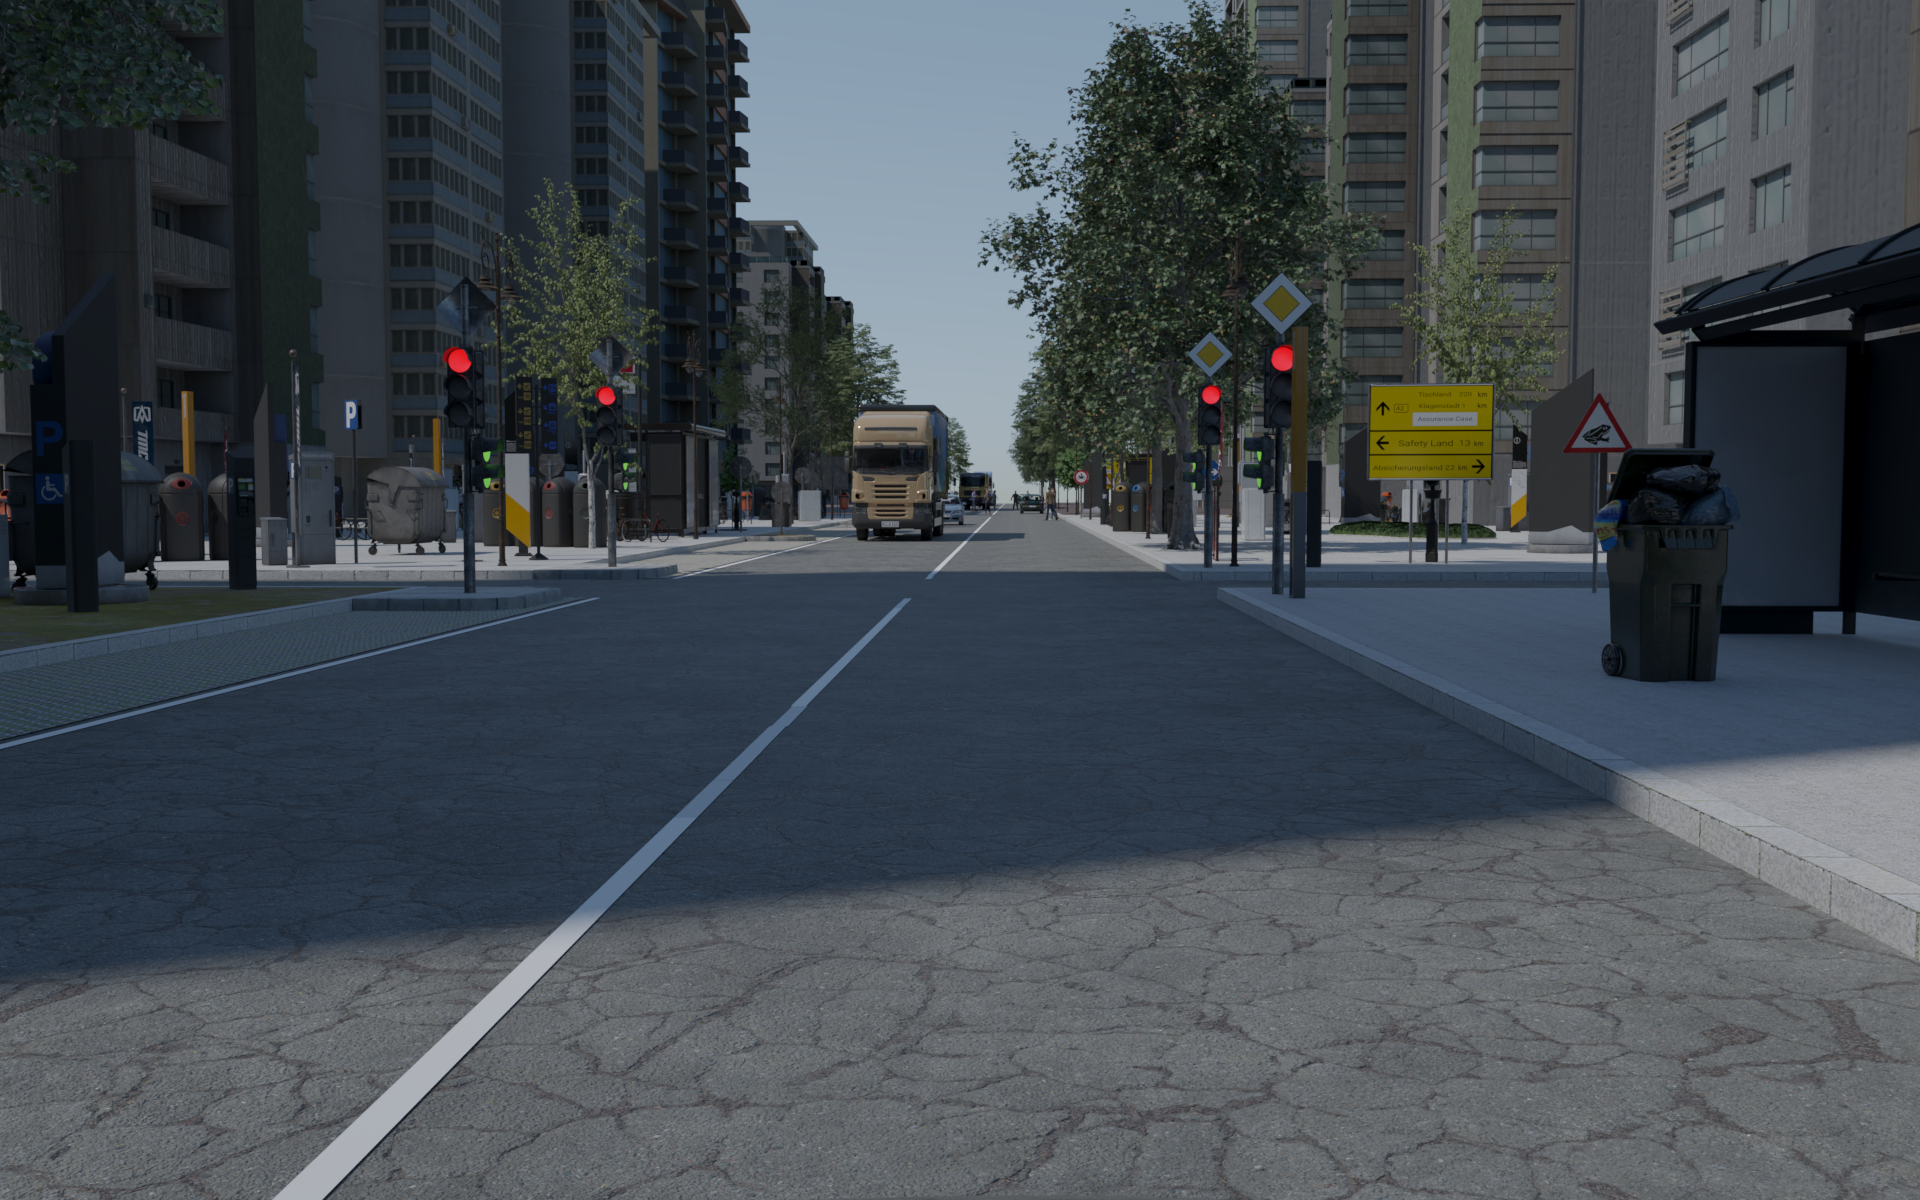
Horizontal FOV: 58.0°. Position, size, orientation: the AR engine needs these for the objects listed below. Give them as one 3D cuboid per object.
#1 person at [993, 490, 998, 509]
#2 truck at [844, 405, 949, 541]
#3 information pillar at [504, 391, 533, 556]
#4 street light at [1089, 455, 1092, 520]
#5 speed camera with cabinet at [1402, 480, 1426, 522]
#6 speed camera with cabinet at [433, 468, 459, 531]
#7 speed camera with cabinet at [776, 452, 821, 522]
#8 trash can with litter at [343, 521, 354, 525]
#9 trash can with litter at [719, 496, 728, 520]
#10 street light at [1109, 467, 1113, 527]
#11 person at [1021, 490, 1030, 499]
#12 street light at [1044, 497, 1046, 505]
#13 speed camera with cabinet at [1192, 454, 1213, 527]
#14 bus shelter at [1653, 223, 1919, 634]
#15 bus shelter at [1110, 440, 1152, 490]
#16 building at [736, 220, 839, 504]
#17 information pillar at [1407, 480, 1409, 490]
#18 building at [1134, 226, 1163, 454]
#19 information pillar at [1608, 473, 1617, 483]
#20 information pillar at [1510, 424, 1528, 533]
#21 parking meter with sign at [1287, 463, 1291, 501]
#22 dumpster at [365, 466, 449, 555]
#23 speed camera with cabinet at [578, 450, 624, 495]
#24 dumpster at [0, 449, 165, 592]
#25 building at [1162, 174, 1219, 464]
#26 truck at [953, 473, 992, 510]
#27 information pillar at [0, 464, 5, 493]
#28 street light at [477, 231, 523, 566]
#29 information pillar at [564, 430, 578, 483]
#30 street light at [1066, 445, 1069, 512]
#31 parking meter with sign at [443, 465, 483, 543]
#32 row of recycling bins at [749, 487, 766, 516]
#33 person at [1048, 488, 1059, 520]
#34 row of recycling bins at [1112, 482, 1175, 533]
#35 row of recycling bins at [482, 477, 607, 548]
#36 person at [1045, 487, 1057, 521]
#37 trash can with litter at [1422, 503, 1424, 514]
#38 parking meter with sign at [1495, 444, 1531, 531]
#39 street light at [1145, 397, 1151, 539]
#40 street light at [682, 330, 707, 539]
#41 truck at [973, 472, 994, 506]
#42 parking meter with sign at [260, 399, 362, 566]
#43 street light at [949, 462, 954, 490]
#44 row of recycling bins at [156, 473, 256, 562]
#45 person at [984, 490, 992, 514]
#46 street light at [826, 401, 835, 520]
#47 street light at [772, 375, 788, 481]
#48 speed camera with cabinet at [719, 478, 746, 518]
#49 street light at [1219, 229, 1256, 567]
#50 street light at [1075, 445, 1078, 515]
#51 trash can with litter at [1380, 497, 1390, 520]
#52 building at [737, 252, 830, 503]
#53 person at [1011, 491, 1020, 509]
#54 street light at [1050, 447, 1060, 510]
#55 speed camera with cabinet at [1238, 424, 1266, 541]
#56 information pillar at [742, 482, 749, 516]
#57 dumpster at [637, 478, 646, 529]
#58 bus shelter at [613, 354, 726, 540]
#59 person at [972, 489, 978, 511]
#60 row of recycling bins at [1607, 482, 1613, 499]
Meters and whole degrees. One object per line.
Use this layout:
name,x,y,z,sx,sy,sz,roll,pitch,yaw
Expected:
person,3.416,-9.790,168.571,0.705,1.824,1.348,-1,4,-19
truck,-1.874,-4.142,56.639,2.839,4.237,11.283,0,4,2
information pillar,-9.083,-2.706,35.600,0.504,3.616,0.183,0,4,-4
street light,6.526,-6.954,86.489,0.468,5.910,1.993,0,4,2
speed camera with cabinet,16.706,-4.238,63.631,0.660,3.252,2.038,1,4,23
speed camera with cabinet,-17.887,-4.035,60.310,0.660,3.252,2.038,-2,4,-24
speed camera with cabinet,-7.570,-5.304,81.054,2.038,3.252,0.660,-1,4,-17
trash can with litter,-26.314,-3.806,73.284,1.678,1.210,2.233,-2,4,-28
trash can with litter,-11.906,-4.553,85.830,0.624,1.170,1.055,-2,4,-26
street light,5.955,-5.812,67.821,0.468,5.910,1.993,0,4,2
person,7.120,-10.614,182.117,1.350,1.814,0.705,-1,4,-9
street light,10.331,-14.402,208.264,0.468,5.910,1.993,0,4,2
speed camera with cabinet,9.004,-4.462,67.293,0.660,3.252,2.038,-2,4,-28
bus shelter,7.343,-1.187,13.330,2.014,3.302,5.546,0,4,2
bus shelter,9.523,-7.085,93.472,2.179,5.291,8.768,0,4,2
building,-32.374,-32.930,230.279,32.217,40.220,23.993,0,4,2
information pillar,22.336,-4.973,85.798,0.304,2.012,0.304,-3,5,-43
building,35.752,-43.242,249.005,21.231,58.520,28.212,0,4,2
information pillar,22.359,-3.352,59.304,0.304,2.012,0.304,1,4,16
information pillar,18.577,-4.050,57.567,0.504,3.616,0.183,1,4,16
parking meter with sign,19.022,-6.247,98.402,0.543,3.016,1.738,1,4,23
dumpster,-11.780,-1.904,36.886,1.264,1.857,1.865,0,4,2
speed camera with cabinet,-16.244,-5.130,78.216,2.038,3.252,0.660,1,4,13
dumpster,-11.366,-1.024,22.496,1.264,1.857,1.865,0,4,2
building,36.309,-34.630,220.828,22.147,44.769,28.867,0,4,2
truck,1.334,-9.935,158.360,3.469,3.379,9.791,0,4,3
information pillar,-23.560,-2.314,42.330,0.304,2.012,0.304,2,4,24
street light,-8.155,-3.541,30.687,0.468,5.910,1.993,0,4,2
information pillar,-14.172,-4.388,63.092,0.504,3.616,0.183,-1,4,-22
street light,7.763,-9.309,124.982,0.468,5.910,1.993,0,4,2
parking meter with sign,-12.755,-3.019,45.620,1.738,3.016,0.543,-1,4,-12
row of recycling bins,-11.820,-5.753,101.172,1.069,1.692,3.534,0,4,-6
person,5.155,-5.275,95.340,0.643,1.750,0.593,0,4,-2
row of recycling bins,6.405,-3.119,58.115,1.069,1.692,3.534,-2,4,-34
row of recycling bins,-10.101,-2.141,42.125,3.534,1.692,1.069,2,4,24
person,4.931,-5.222,93.785,0.836,1.842,0.656,2,4,31
trash can with litter,18.712,-3.697,71.830,1.055,1.170,0.624,2,4,26
parking meter with sign,19.322,-3.895,59.952,1.738,3.016,0.543,-2,4,-30
street light,5.392,-4.692,49.494,0.468,5.910,1.993,0,4,2
street light,-7.499,-4.662,49.011,0.468,5.910,1.993,0,4,2
truck,2.969,-13.613,212.329,2.967,4.110,18.799,0,4,3
parking meter with sign,-11.826,-2.159,31.560,1.738,3.016,0.543,-3,5,-44
street light,-1.379,-16.687,245.622,0.468,5.910,1.993,0,4,2
row of recycling bins,-15.313,-1.580,32.948,3.534,1.692,1.069,-2,4,-34
person,2.034,-7.087,124.907,0.617,1.759,0.750,0,4,-5
street light,-6.366,-6.916,85.857,0.468,5.910,1.993,0,4,2
street light,-6.974,-5.783,67.339,0.468,5.910,1.993,0,4,2
speed camera with cabinet,-12.478,-5.983,92.163,2.038,3.252,0.660,-1,4,-19
street light,4.856,-3.529,30.493,0.468,5.910,1.993,0,4,2
street light,7.054,-8.075,104.817,0.468,5.910,1.993,0,4,2
trash can with litter,17.485,-3.750,72.704,1.055,1.170,0.624,-2,4,-25
building,-24.111,-26.886,211.295,14.160,30.474,14.107,0,4,2
person,5.232,-9.430,163.235,0.990,1.755,0.434,1,4,18
street light,8.898,-11.584,162.183,0.468,5.910,1.993,0,4,2
speed camera with cabinet,8.179,-3.311,48.474,0.660,3.252,2.038,0,4,4
information pillar,-12.165,-5.729,98.155,0.304,2.012,0.304,3,4,37
dumpster,-10.968,-3.445,62.092,1.264,1.857,1.865,0,4,2
bus shelter,-8.901,-4.578,52.476,2.179,5.291,8.768,0,4,2
person,1.310,-8.242,143.127,0.599,1.838,0.709,2,4,31
row of recycling bins,20.905,-2.919,54.835,1.069,1.692,3.534,0,3,0
